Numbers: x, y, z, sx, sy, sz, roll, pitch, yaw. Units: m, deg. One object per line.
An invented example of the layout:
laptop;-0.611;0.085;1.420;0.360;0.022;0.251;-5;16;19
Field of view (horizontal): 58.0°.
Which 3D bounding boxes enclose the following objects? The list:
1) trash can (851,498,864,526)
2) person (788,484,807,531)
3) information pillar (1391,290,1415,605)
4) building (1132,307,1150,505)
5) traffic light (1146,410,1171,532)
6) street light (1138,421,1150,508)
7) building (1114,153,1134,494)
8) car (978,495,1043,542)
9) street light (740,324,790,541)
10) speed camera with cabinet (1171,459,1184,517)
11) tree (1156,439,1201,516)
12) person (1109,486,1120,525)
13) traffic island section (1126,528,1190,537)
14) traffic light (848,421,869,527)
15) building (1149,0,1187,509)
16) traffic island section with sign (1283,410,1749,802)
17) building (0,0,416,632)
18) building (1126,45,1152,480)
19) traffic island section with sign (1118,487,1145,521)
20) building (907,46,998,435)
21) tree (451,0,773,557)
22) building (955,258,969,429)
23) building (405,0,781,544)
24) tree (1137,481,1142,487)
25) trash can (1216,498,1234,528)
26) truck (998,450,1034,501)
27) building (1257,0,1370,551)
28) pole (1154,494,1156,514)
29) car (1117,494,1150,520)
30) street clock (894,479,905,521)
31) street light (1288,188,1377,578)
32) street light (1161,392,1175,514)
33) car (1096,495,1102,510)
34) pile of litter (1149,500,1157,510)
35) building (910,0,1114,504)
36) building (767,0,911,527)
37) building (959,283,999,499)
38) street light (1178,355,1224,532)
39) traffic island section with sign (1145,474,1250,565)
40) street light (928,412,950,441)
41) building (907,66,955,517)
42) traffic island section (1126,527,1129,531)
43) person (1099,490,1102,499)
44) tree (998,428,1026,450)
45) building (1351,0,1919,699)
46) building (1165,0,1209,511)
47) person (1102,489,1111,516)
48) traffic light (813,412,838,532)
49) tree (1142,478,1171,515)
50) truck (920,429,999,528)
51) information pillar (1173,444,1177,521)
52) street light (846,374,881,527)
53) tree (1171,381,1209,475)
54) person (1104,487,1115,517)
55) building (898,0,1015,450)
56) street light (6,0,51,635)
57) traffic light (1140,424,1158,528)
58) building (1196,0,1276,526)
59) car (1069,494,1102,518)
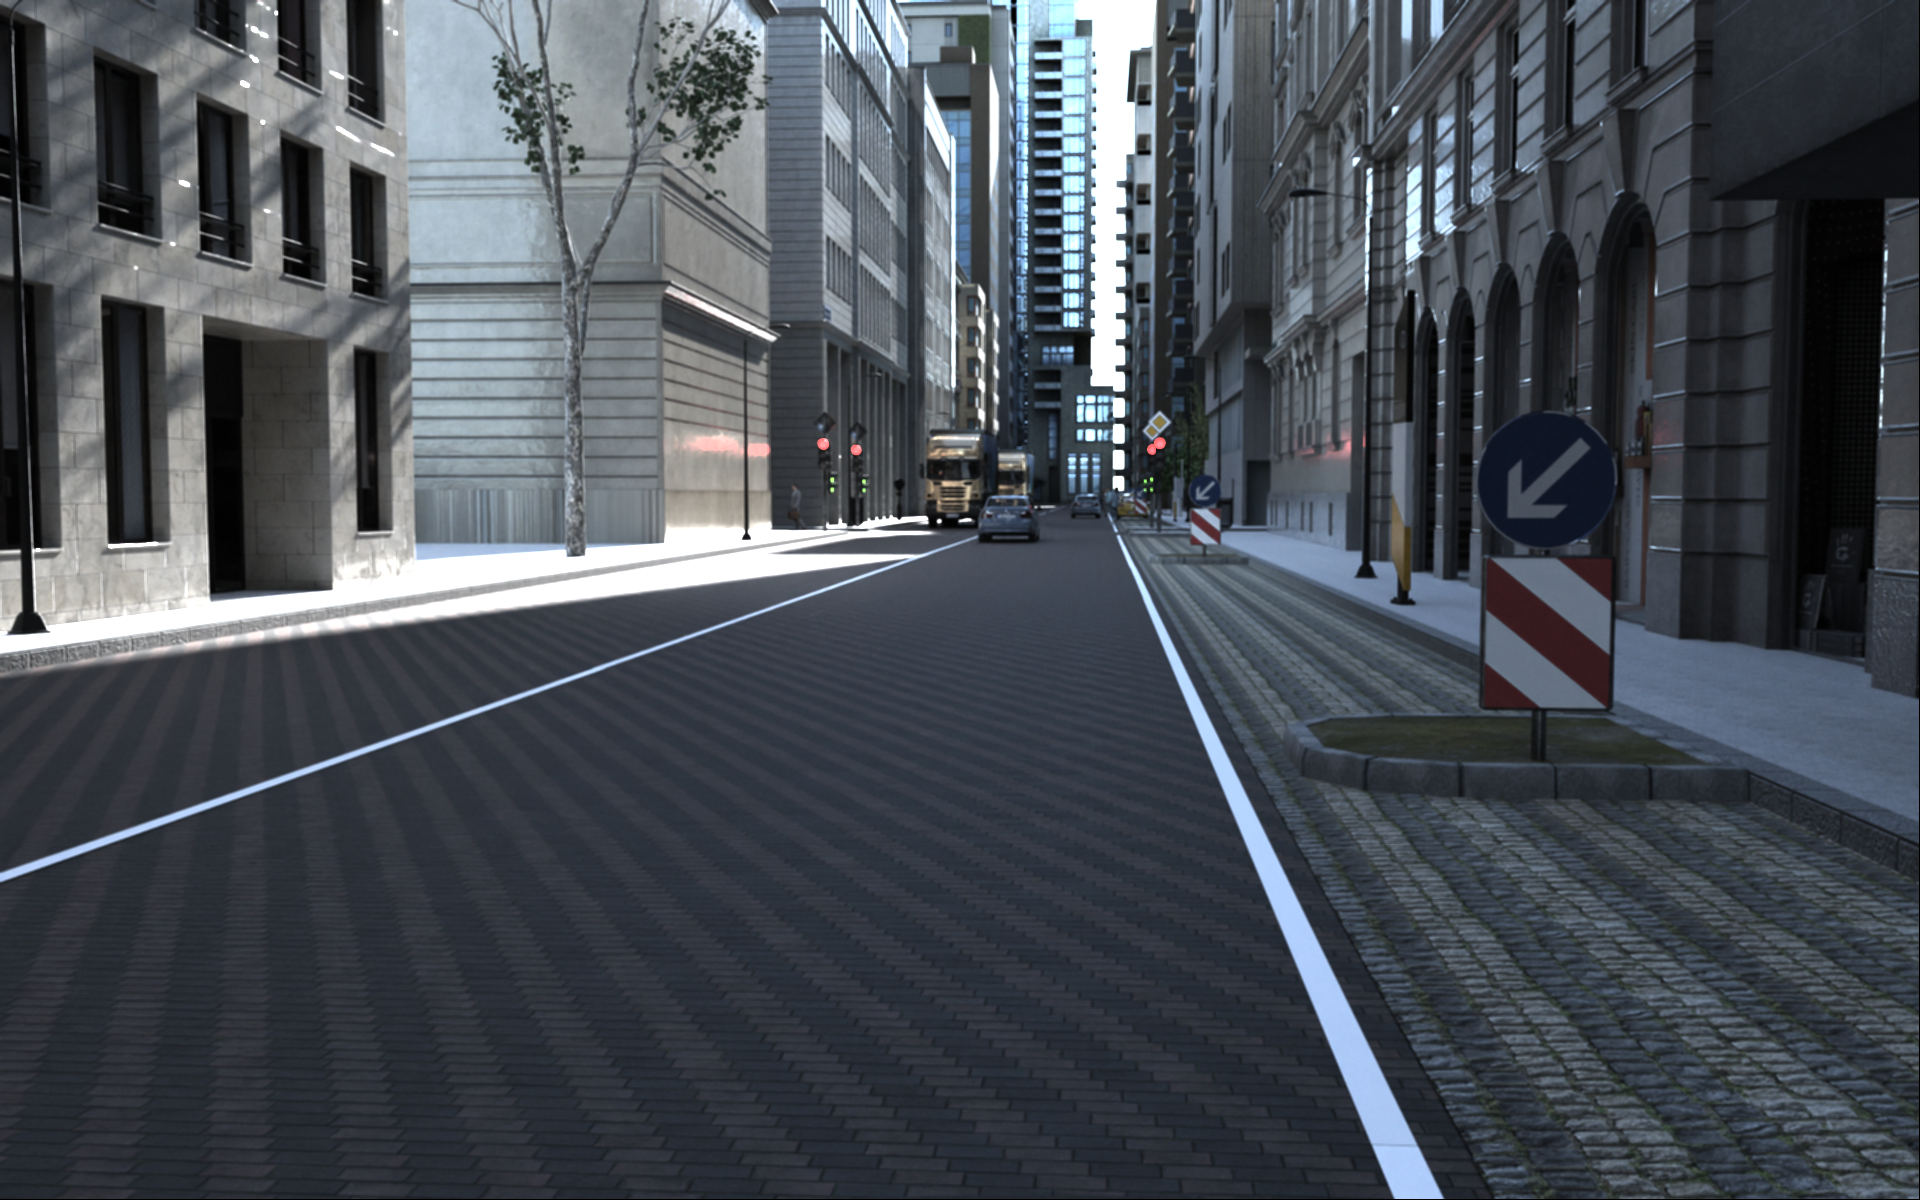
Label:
trash can;-4.221;-3.590;70.356;0.748;1.137;0.748;0;3;0
person;-6.117;-3.417;64.490;0.853;1.813;0.709;-2;4;-33
information pillar;5.158;-1.762;20.166;0.183;3.616;0.504;0;4;-4
building;31.512;-20.106;173.772;27.650;21.520;28.899;0;4;5
traffic light;6.681;-4.239;58.226;0.839;4.253;0.868;0;4;5
street light;12.212;-8.399;109.860;1.470;5.913;1.316;0;4;5
building;36.192;-37.617;234.641;30.456;49.044;23.786;0;4;5
car;1.521;-2.510;53.045;2.014;1.417;4.499;0;4;4
street light;-5.357;-4.592;47.617;1.470;5.913;1.316;0;4;5
speed camera with cabinet;12.329;-6.350;98.161;0.660;3.252;2.038;0;4;4
tree;12.848;-7.299;103.049;4.285;4.588;4.351;0;3;0
person;7.258;-4.438;81.332;0.793;1.790;0.793;1;4;20
traffic island section;6.721;-2.205;58.337;2.009;0.180;2.903;0;4;5
traffic light;-3.954;-4.780;67.075;0.839;4.253;0.868;0;4;5
building;23.845;-30.702;152.082;14.600;45.320;14.200;0;4;5
traffic island section with sign;2.745;-0.025;9.031;1.989;1.847;2.006;0;4;5
building;-13.947;-9.937;17.225;10.420;20.320;16.860;0;4;5
building;33.781;-37.435;201.305;28.713;52.752;27.495;0;4;5
traffic island section with sign;9.350;-5.027;90.815;1.989;1.847;2.006;0;4;5
building;-3.378;-32.291;178.068;14.600;45.320;14.200;0;4;5
tree;-6.612;-10.897;34.063;12.611;20.169;13.585;0;3;0
building;-5.866;-17.793;127.080;11.583;22.565;21.152;0;4;5
building;-21.188;-13.389;52.189;30.059;22.955;16.112;0;4;5
tree;15.825;-9.186;144.790;1.663;3.219;1.824;0;3;0
trash can;9.989;-3.292;65.481;0.748;1.137;0.748;0;3;0
truck;3.309;-7.527;111.975;2.839;4.237;11.283;0;4;5
building;15.517;-15.772;45.265;14.401;28.519;23.554;0;4;5
pole;12.589;-7.253;112.434;0.158;3.312;0.155;0;3;0
car;9.524;-5.233;95.788;2.015;1.641;3.980;0;4;4
street clock;-2.944;-4.857;83.980;0.471;2.002;0.358;-1;4;-20
street light;5.688;-3.297;26.448;1.470;5.913;1.316;0;4;5
street light;9.881;-6.507;78.927;1.470;5.913;1.316;0;4;5
car;11.726;-8.613;153.404;1.945;1.354;3.894;0;4;5
pile of litter;15.260;-7.625;138.637;1.176;0.858;1.719;0;4;4
building;5.436;-56.403;234.853;31.000;86.520;22.319;0;4;5
building;-9.447;-18.585;81.357;11.434;29.767;29.804;0;4;5
building;-11.120;-19.131;157.837;27.650;21.520;28.899;0;4;5
street light;8.158;-5.233;58.095;1.470;5.913;1.316;0;4;5
traffic island section with sign;4.926;-1.668;35.898;1.989;1.847;2.006;0;4;5
street light;-1.270;-7.681;98.127;1.470;5.913;1.316;0;4;5
building;-7.128;-17.647;106.543;12.078;24.808;19.932;0;4;5
traffic island section;7.362;-2.692;66.296;2.009;0.180;2.903;0;4;5
person;13.127;-9.381;161.954;0.705;1.814;1.350;2;4;26
tree;5.655;-14.874;193.558;4.360;8.622;3.978;0;3;0
building;12.767;-10.973;21.208;13.314;21.916;24.055;0;4;5
building;26.301;-28.773;125.058;22.147;44.769;28.867;0;4;5
person;9.603;-6.423;113.785;0.520;1.790;0.573;-1;4;-21
traffic light;-4.595;-4.293;59.115;0.839;4.253;0.868;0;4;5
tree;12.634;-6.878;107.062;1.663;3.219;1.824;0;3;0
truck;0.126;-5.392;77.066;2.839;4.237;11.283;0;4;5
information pillar;10.086;-5.494;81.173;0.183;3.616;0.504;0;4;4
street light;-3.739;-5.776;66.982;1.470;5.913;1.316;0;4;5
tree;15.546;-9.758;109.910;4.737;8.622;4.395;0;3;0
person;9.198;-6.014;106.690;0.748;1.841;0.638;2;4;26
building;-7.796;-40.692;207.308;28.212;58.520;21.231;0;4;5
street light;-8.042;-2.642;15.741;1.470;5.913;1.316;0;4;5
traffic light;7.323;-4.726;66.186;0.839;4.253;0.868;0;4;5
building;24.407;-29.890;77.939;27.495;52.752;28.713;0;4;5
car;7.526;-5.610;103.729;2.014;1.417;4.499;0;4;3
